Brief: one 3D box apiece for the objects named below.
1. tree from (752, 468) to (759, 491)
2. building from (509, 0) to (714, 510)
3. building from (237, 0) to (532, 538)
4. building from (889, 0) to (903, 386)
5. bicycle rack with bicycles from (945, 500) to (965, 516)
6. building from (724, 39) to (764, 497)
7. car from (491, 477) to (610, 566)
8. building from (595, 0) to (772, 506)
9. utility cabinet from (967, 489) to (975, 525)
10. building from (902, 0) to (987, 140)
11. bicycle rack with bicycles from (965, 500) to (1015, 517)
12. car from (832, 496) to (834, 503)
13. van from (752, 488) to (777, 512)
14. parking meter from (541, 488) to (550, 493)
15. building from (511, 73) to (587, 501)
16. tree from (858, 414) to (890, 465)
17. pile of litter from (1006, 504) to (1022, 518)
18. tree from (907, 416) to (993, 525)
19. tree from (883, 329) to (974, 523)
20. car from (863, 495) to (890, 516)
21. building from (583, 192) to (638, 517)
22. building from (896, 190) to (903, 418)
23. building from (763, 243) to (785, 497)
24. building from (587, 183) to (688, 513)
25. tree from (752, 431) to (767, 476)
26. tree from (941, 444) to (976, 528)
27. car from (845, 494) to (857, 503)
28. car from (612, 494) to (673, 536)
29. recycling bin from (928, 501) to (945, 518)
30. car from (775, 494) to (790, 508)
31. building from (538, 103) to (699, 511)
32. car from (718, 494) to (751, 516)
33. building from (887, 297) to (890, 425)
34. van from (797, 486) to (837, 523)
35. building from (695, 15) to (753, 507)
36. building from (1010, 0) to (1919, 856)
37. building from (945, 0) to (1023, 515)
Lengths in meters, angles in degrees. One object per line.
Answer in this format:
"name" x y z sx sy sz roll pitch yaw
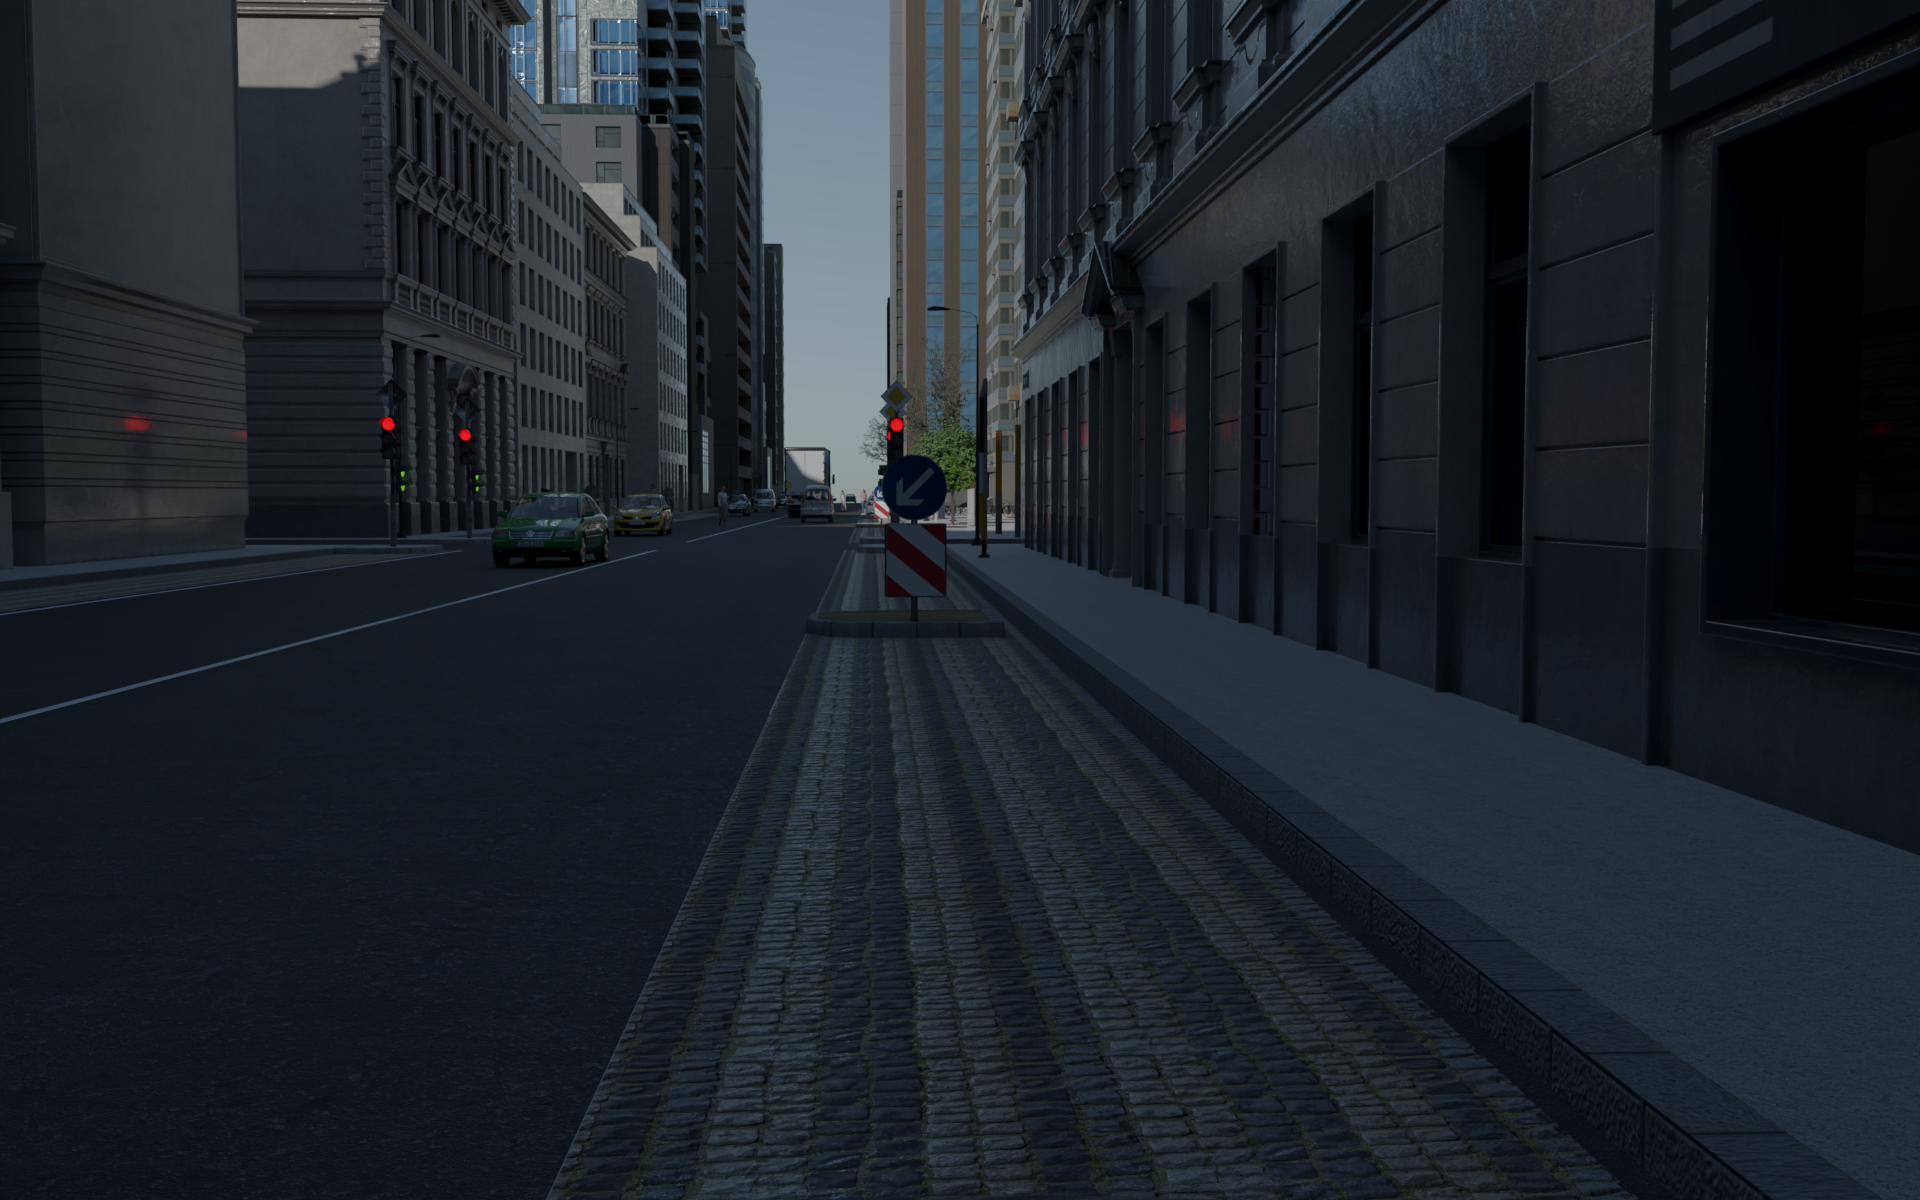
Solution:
"tree" -24.110 -12.955 195.522 4.285 4.588 4.351 0 3 0
"building" -32.770 -51.354 152.314 22.319 86.520 31.000 0 4 -3
"building" -21.964 -14.068 58.889 11.050 23.489 19.941 0 4 -3
"building" 2.911 -39.483 187.541 21.231 58.520 28.212 0 4 -3
"bicycle rack with bicycles" -0.812 -5.339 100.666 2.925 0.926 2.852 -1 4 -11
"building" -36.704 -41.570 221.660 21.231 58.520 28.212 0 4 -3
"car" -8.403 -1.649 35.751 1.959 1.807 4.718 0 4 -2
"building" -38.361 -57.354 250.411 22.319 86.520 31.000 0 4 -3
"utility cabinet" 0.560 -3.797 70.757 0.318 1.500 1.173 1 4 13
"building" 2.472 -29.844 138.067 14.600 45.320 14.200 0 4 -3
"bicycle rack with bicycles" 2.335 -5.264 99.443 2.852 0.926 2.925 -1 4 -23
"car" -20.588 -15.943 270.254 1.945 1.707 3.694 0 4 -3
"van" -15.521 -7.986 137.580 2.013 2.044 4.112 0 4 -4
"parking meter" -17.256 -3.896 72.117 0.372 1.533 0.369 0 3 0
"building" -23.470 -13.635 77.691 10.420 20.320 16.860 0 4 -3
"tree" -7.279 -18.404 211.272 12.009 13.543 11.850 0 3 0
"pile of litter" 3.045 -4.796 92.371 1.176 0.858 1.719 -1 4 -8
"tree" -0.237 -5.471 73.164 4.285 4.588 4.351 0 3 0
"tree" -1.179 -7.782 77.604 4.360 8.622 3.978 0 3 0
"car" -5.014 -5.872 108.013 2.014 1.417 4.499 0 4 -3
"building" -24.368 -14.136 95.745 10.561 19.102 19.286 0 4 -3
"building" 0.817 -24.185 167.118 14.160 30.474 14.107 0 4 -3
"building" -35.265 -36.145 274.570 14.154 41.232 14.086 0 4 -3
"building" -24.261 -15.915 114.968 10.420 20.320 16.860 0 4 -3
"tree" -24.381 -15.322 200.883 4.360 8.622 3.978 0 3 0
"tree" -0.335 -4.377 66.163 1.663 3.219 1.824 0 3 0
"car" -17.015 -15.921 269.101 1.959 1.807 4.718 0 4 -4
"car" -11.025 -3.065 60.330 2.015 1.641 3.980 0 4 -4
"recycling bin" -1.264 -4.898 92.631 0.722 1.027 0.722 2 4 26
"car" -18.039 -10.110 177.095 2.131 1.459 4.920 0 4 -3
"building" -27.751 -22.021 131.740 14.160 30.474 14.107 0 4 -3
"car" -14.669 -6.189 112.991 2.131 1.459 4.920 0 4 -2
"building" -3.706 -29.497 253.974 14.160 30.474 14.107 0 4 -3
"van" -7.284 -4.970 88.275 2.013 2.044 4.112 0 4 -5
"building" -33.146 -34.030 180.100 21.300 48.544 21.600 0 4 -3
"building" 10.467 -14.955 20.935 17.030 29.872 44.131 0 4 -3
"building" 14.440 -25.851 114.539 32.217 40.220 23.993 0 4 -3
